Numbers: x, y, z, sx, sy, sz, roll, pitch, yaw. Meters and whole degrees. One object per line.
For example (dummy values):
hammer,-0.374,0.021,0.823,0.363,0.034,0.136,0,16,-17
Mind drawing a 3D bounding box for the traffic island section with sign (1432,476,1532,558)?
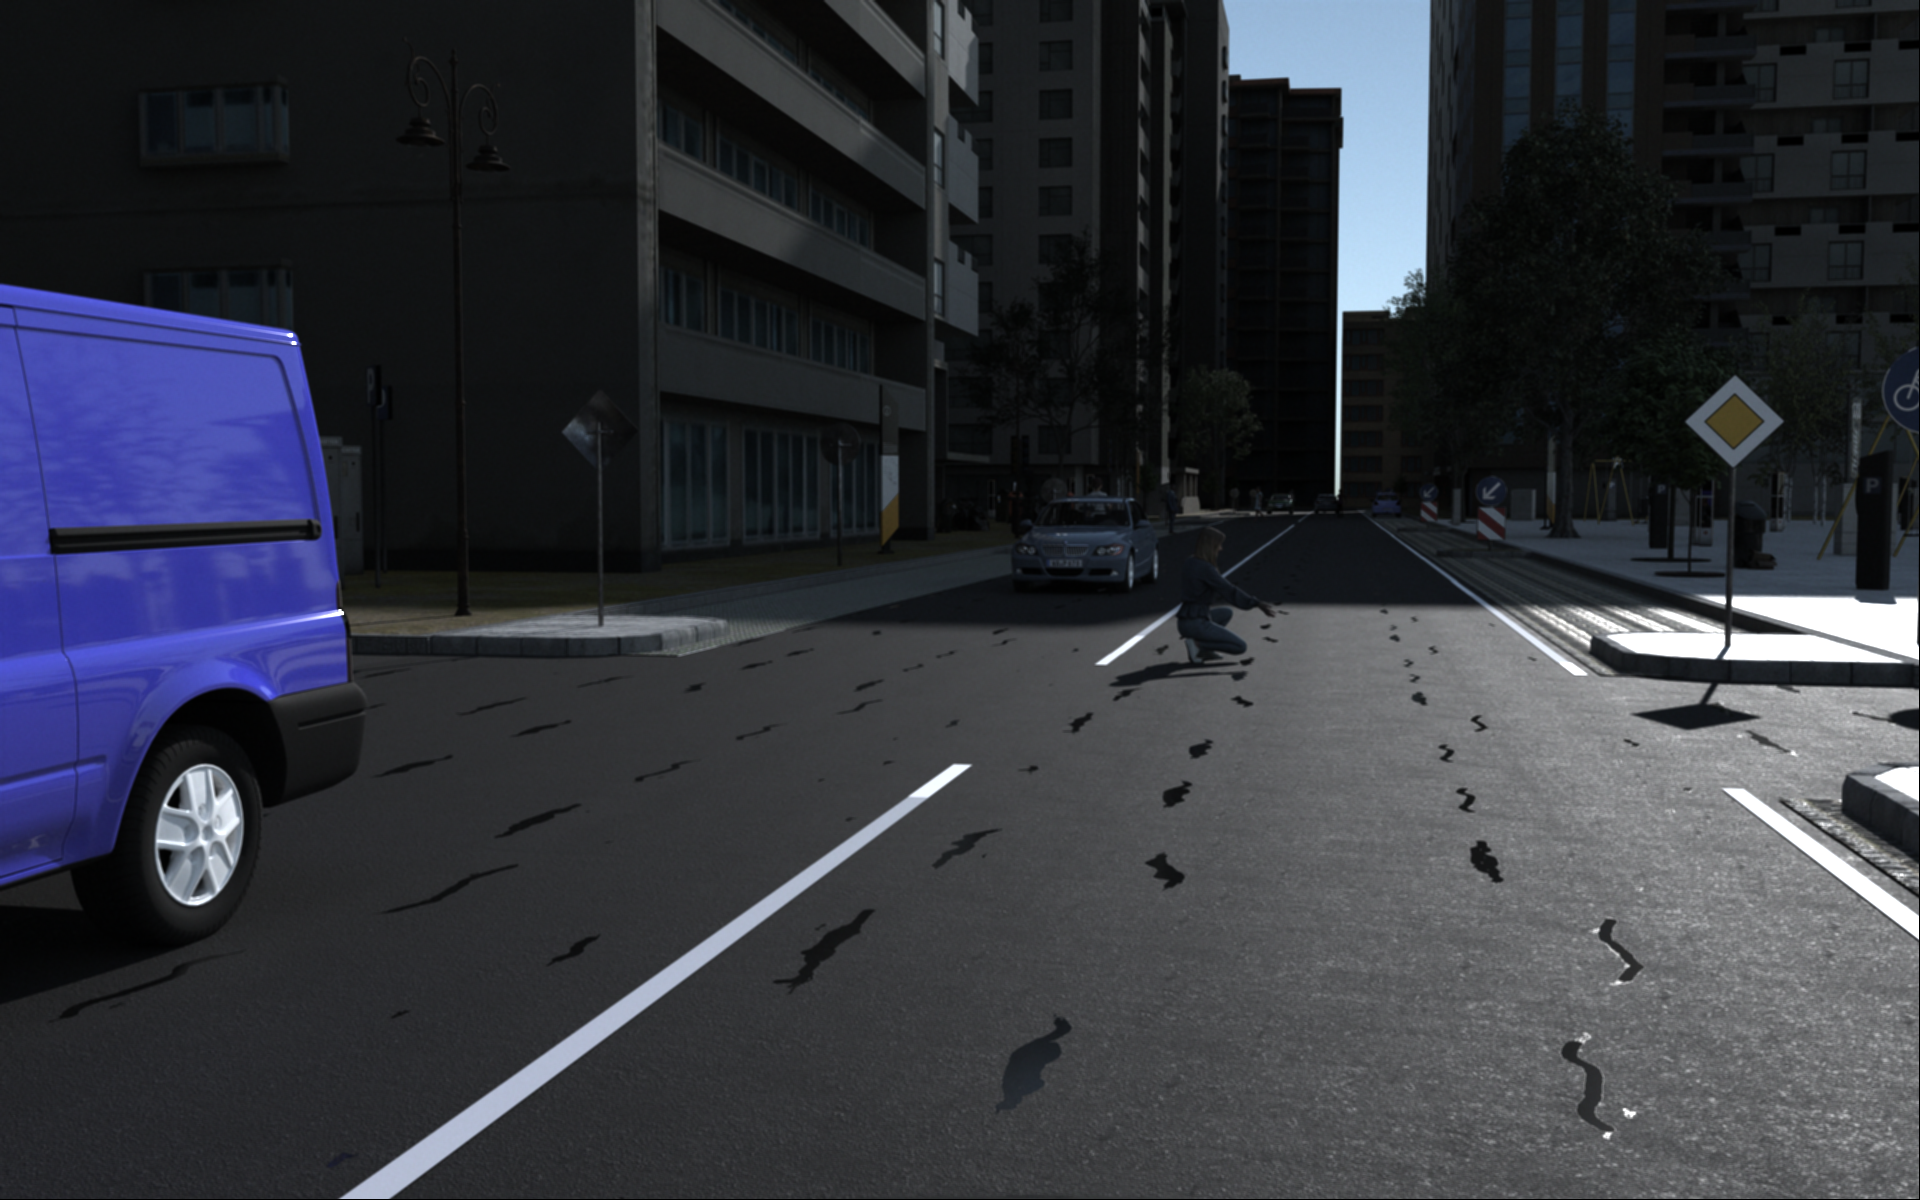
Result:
traffic island section with sign,11.911,-1.884,39.431,1.989,1.847,2.006,1,4,12

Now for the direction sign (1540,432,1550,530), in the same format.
direction sign,21.144,-4.312,62.491,0.379,3.537,0.876,2,4,24

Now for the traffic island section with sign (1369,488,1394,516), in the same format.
traffic island section with sign,28.145,-6.449,114.069,1.989,1.847,2.006,1,4,12

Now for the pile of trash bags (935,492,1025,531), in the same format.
pile of trash bags,0.550,-3.120,60.762,3.447,1.369,1.912,-1,4,-8

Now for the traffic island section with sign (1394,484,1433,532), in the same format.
traffic island section with sign,17.649,-3.495,65.771,1.989,1.847,2.006,1,4,12

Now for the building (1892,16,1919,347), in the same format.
building,79.224,-28.198,144.627,14.086,41.232,14.154,1,4,12

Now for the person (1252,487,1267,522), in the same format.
person,15.339,-4.900,88.710,0.778,1.811,0.616,1,4,16

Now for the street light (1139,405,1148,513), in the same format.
street light,8.732,-6.666,81.782,0.468,5.910,1.993,1,4,12

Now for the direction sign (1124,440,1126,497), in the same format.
direction sign,6.984,-4.978,73.387,0.379,3.537,0.876,0,4,2

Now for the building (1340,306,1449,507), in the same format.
building,54.768,-20.578,181.495,28.899,21.520,27.650,1,4,12

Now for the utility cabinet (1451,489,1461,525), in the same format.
utility cabinet,20.307,-3.807,70.931,0.318,1.500,1.173,1,4,12

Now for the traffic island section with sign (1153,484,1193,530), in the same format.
traffic island section with sign,8.388,-3.750,69.934,1.989,1.847,2.006,1,4,12

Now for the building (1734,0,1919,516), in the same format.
building,46.761,-32.249,116.512,28.713,52.752,27.495,1,4,12

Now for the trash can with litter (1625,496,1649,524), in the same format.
trash can with litter,29.885,-3.890,74.660,2.233,1.210,1.678,3,4,37

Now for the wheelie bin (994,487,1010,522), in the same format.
wheelie bin,1.960,-4.349,79.013,0.693,1.594,0.980,1,4,12

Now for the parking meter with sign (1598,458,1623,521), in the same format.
parking meter with sign,30.896,-5.269,82.406,0.543,3.016,1.738,0,4,-3

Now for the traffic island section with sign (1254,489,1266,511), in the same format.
traffic island section with sign,24.247,-8.209,142.840,1.989,1.847,2.006,1,4,12

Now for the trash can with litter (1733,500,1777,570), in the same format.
trash can with litter,13.736,-1.128,29.825,0.624,1.170,1.055,0,4,-4

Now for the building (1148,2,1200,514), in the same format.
building,-0.069,-26.130,119.114,32.217,40.220,23.993,1,4,12

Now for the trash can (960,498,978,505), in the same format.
trash can,0.356,-3.371,66.763,0.748,1.137,0.748,0,3,0

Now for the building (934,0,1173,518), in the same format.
building,4.375,-20.018,98.991,14.160,30.474,14.107,1,4,12

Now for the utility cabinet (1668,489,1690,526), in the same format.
utility cabinet,28.477,-3.693,69.057,1.173,1.500,0.318,1,4,18

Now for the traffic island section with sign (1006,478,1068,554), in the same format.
traffic island section with sign,2.247,-2.020,41.654,1.989,1.847,2.006,1,4,12

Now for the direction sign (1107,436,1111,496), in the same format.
direction sign,5.851,-4.649,68.003,0.379,3.537,0.876,1,4,14

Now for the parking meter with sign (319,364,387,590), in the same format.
parking meter with sign,-8.641,-1.641,23.097,1.738,3.016,0.543,-2,4,-31

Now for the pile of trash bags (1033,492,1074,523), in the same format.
pile of trash bags,3.627,-3.978,74.788,1.912,1.369,3.447,-3,5,-44

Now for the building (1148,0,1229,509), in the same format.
building,12.827,-32.569,156.199,21.600,48.544,21.300,1,4,12

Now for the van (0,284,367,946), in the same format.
van,-3.647,0.018,4.086,2.240,2.365,5.245,1,4,11

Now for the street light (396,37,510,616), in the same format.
street light,-5.254,-2.774,18.149,0.468,5.910,1.993,1,4,12

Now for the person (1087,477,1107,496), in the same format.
person,2.726,-1.510,33.751,0.480,1.755,0.524,1,4,16

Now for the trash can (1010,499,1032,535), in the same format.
trash can,1.921,-2.613,54.379,0.748,1.137,0.748,0,3,0

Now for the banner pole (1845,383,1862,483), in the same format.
banner pole,20.233,-3.014,39.296,0.863,3.779,0.401,-3,4,-38

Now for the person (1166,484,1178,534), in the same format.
person,7.620,-3.278,62.271,0.419,1.800,0.721,1,4,17

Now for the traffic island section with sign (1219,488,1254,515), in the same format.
traffic island section with sign,18.516,-6.598,116.499,1.989,1.847,2.006,1,4,12

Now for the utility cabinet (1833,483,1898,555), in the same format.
utility cabinet,18.937,-1.685,36.235,1.173,1.500,0.318,0,4,-3

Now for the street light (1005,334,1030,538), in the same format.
street light,1.667,-4.721,49.981,0.468,5.910,1.993,1,4,12

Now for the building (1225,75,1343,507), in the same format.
building,25.830,-32.418,184.660,28.867,44.769,22.147,1,4,12

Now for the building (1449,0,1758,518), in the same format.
building,35.686,-27.384,97.845,14.600,45.320,14.200,1,4,12

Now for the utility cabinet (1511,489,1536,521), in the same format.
utility cabinet,26.898,-4.530,82.746,0.318,1.500,1.173,-3,4,-37

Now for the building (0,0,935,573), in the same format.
building,-13.346,-25.406,39.097,21.300,48.544,21.600,1,4,12

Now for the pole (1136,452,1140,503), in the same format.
pole,8.571,-5.480,83.436,0.158,3.312,0.155,0,3,0

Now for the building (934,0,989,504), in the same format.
building,-14.511,-29.555,72.464,28.713,52.752,27.495,1,4,12

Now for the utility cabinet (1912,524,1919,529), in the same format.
utility cabinet,34.687,-3.258,61.952,1.173,1.500,0.318,2,4,26

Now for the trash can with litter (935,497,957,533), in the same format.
trash can with litter,-0.685,-2.788,56.971,1.055,1.170,0.624,-2,4,-34

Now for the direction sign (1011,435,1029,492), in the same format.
direction sign,2.319,-4.590,67.051,0.876,3.537,0.379,3,5,40

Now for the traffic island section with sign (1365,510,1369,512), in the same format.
traffic island section with sign,33.934,-8.079,140.726,1.989,1.847,2.006,1,4,12

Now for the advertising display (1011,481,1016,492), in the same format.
advertising display,2.778,-5.089,88.411,0.123,1.923,0.974,1,4,14

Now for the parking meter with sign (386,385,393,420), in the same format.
parking meter with sign,-9.891,-1.905,27.413,0.543,3.016,1.738,3,5,42

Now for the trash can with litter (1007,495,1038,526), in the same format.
trash can with litter,2.663,-3.544,69.003,1.678,1.210,2.233,-2,4,-26
